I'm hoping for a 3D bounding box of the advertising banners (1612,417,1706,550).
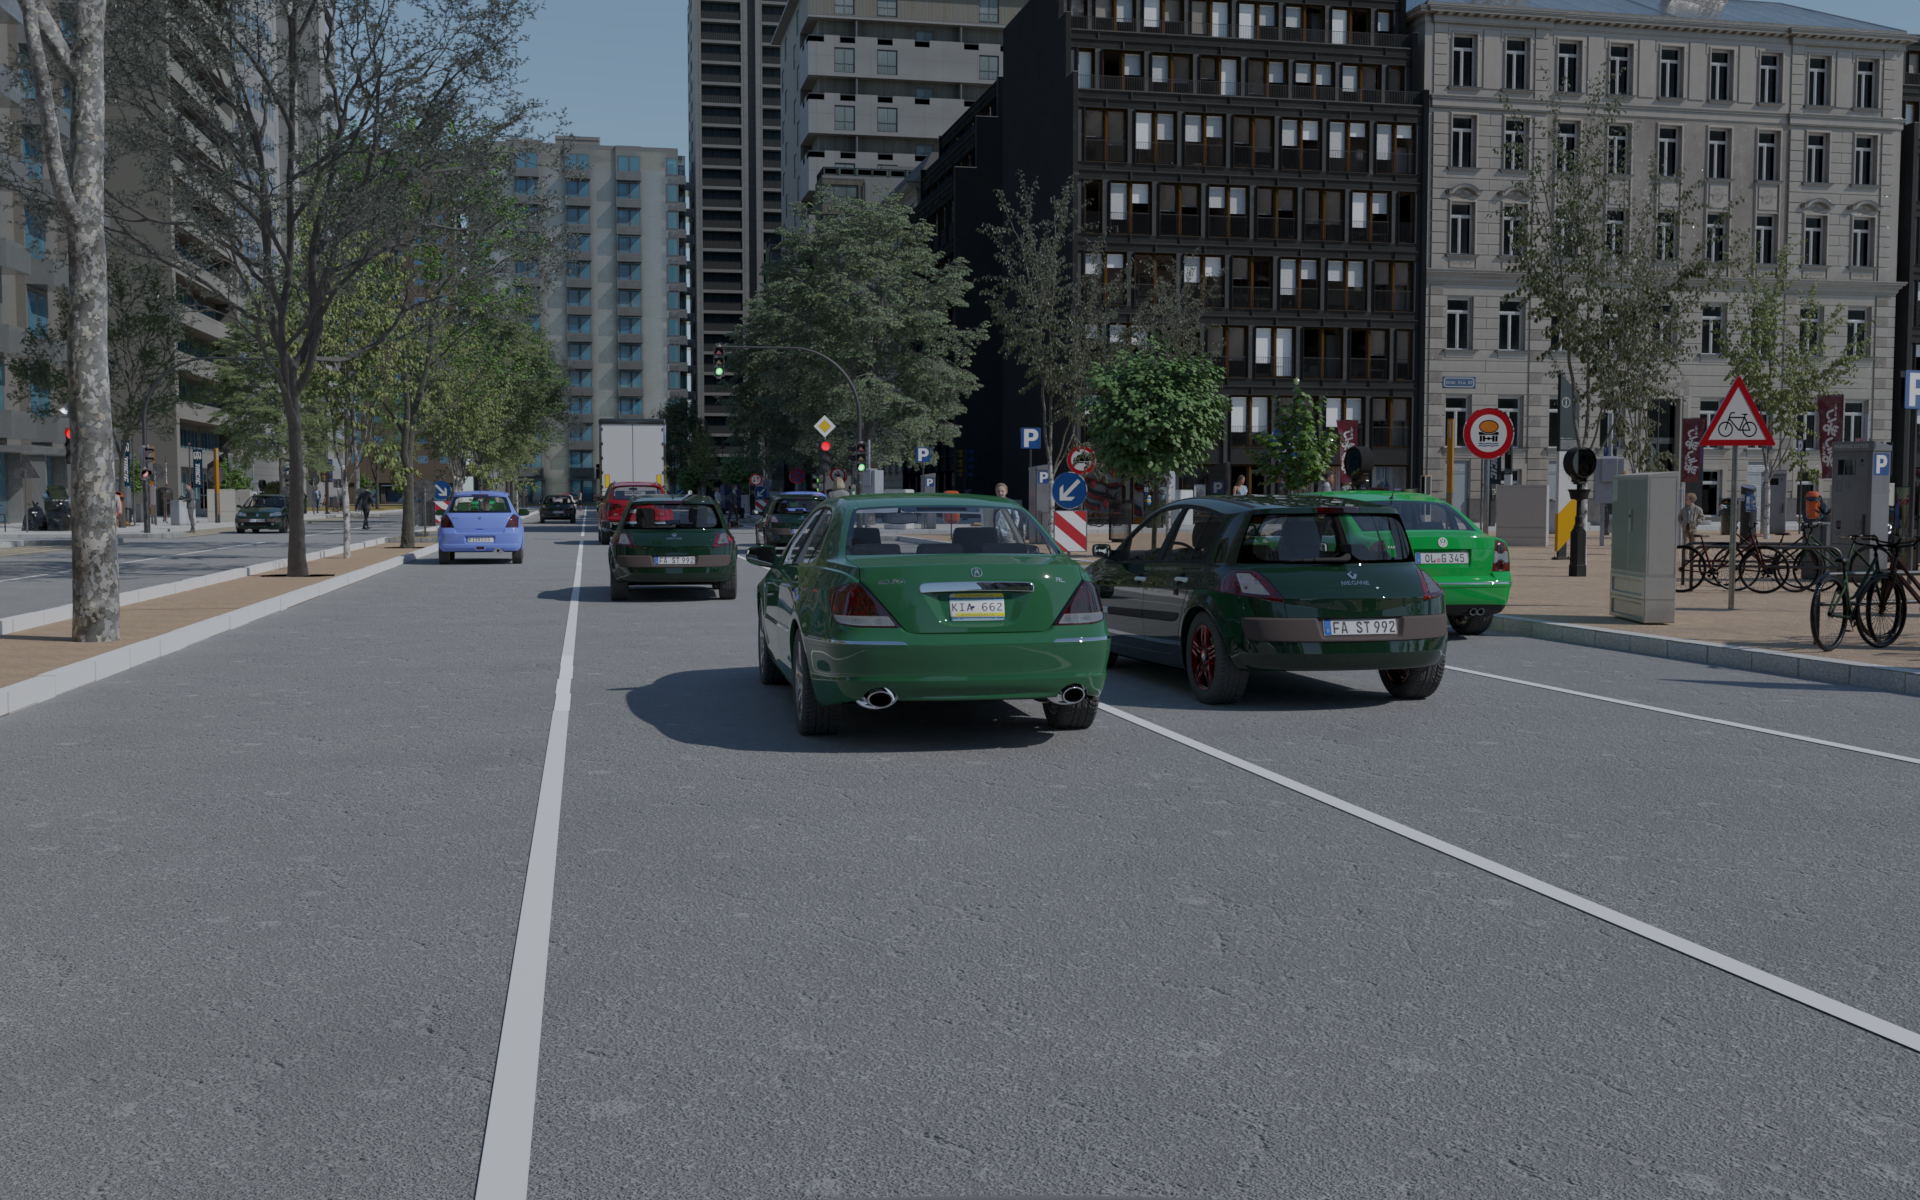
[{"bbox_3d":[16.231,-2.697,40.276,2.074,3.025,0.090,3,5,40],"label":"advertising banners"}]

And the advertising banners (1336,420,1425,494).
[{"bbox_3d":[9.881,-2.727,40.774,2.074,3.025,0.090,0,4,4],"label":"advertising banners"}]

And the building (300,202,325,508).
[{"bbox_3d":[-67.836,-23.818,161.133,14.160,30.474,14.107,-1,4,-12],"label":"building"}]

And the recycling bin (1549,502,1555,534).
[{"bbox_3d":[19.536,-2.654,55.941,0.722,1.027,0.722,-2,4,-24],"label":"recycling bin"}]

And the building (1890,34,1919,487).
[{"bbox_3d":[50.840,-15.838,88.627,15.834,23.373,12.332,-1,4,-12],"label":"building"}]

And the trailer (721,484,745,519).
[{"bbox_3d":[-13.550,-5.806,101.983,1.471,1.999,3.904,-1,4,-13],"label":"trailer"}]

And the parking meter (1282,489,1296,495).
[{"bbox_3d":[9.163,-2.438,48.264,0.372,1.533,0.369,0,3,0],"label":"parking meter"}]

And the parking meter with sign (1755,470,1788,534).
[{"bbox_3d":[26.090,-3.627,55.557,1.738,3.016,0.543,1,4,9],"label":"parking meter with sign"}]

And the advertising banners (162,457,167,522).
[{"bbox_3d":[-36.772,-5.133,80.111,0.090,3.025,2.074,-1,4,-19],"label":"advertising banners"}]

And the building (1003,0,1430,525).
[{"bbox_3d":[11.069,-15.241,78.864,15.834,23.373,12.332,-1,4,-12],"label":"building"}]

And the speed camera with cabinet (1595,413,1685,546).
[{"bbox_3d":[16.648,-2.941,42.425,2.038,3.252,0.660,1,4,21],"label":"speed camera with cabinet"}]

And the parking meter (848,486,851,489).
[{"bbox_3d":[-7.789,-7.203,123.477,0.255,1.863,0.399,1,4,9],"label":"parking meter"}]

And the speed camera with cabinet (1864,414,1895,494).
[{"bbox_3d":[23.012,-2.978,43.028,2.038,3.252,0.660,0,4,-7],"label":"speed camera with cabinet"}]

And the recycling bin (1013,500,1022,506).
[{"bbox_3d":[2.211,-3.818,74.977,0.722,1.027,0.722,2,4,35],"label":"recycling bin"}]

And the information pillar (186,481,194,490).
[{"bbox_3d":[-43.935,-5.774,98.892,0.304,2.012,0.304,3,5,44],"label":"information pillar"}]

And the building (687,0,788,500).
[{"bbox_3d":[-26.315,-48.914,237.999,20.611,71.187,20.563,-1,4,-12],"label":"building"}]

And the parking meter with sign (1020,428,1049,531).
[{"bbox_3d":[2.049,-2.968,44.783,0.543,3.016,1.738,-1,4,-14],"label":"parking meter with sign"}]

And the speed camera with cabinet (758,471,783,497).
[{"bbox_3d":[-12.601,-7.371,114.848,0.660,3.252,2.038,2,4,33],"label":"speed camera with cabinet"}]

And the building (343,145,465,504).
[{"bbox_3d":[-72.375,-35.182,225.342,14.200,45.320,14.600,-1,4,-12],"label":"building"}]

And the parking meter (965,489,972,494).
[{"bbox_3d":[0.441,-5.088,91.598,0.372,1.533,0.369,0,3,0],"label":"parking meter"}]

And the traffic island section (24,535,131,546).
[{"bbox_3d":[-25.162,-1.656,49.358,2.009,0.180,2.903,-1,4,-12],"label":"traffic island section"}]

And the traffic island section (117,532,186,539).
[{"bbox_3d":[-26.840,-2.134,57.165,2.009,0.180,2.903,-1,4,-12],"label":"traffic island section"}]

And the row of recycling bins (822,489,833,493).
[{"bbox_3d":[-11.299,-7.816,134.905,3.534,1.692,1.069,-2,4,-27],"label":"row of recycling bins"}]

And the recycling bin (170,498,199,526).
[{"bbox_3d":[-31.896,-3.581,71.096,0.722,1.027,0.722,3,4,37],"label":"recycling bin"}]

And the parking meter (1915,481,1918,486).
[{"bbox_3d":[43.709,-4.506,79.382,0.255,1.863,0.399,1,4,17],"label":"parking meter"}]

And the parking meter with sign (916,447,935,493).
[{"bbox_3d":[-1.202,-4.137,63.902,0.543,3.016,1.738,-1,4,-12],"label":"parking meter with sign"}]

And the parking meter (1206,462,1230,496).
[{"bbox_3d":[4.695,-1.579,31.534,0.399,1.863,0.255,1,4,17],"label":"parking meter"}]

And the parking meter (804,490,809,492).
[{"bbox_3d":[-8.912,-5.602,100.009,0.372,1.533,0.369,0,3,0],"label":"parking meter"}]

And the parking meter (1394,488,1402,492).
[{"bbox_3d":[18.190,-3.890,72.009,0.372,1.533,0.369,0,3,0],"label":"parking meter"}]

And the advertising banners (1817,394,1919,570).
[{"bbox_3d":[15.647,-2.058,29.830,0.090,3.025,2.074,-2,4,-27],"label":"advertising banners"}]

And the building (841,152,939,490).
[{"bbox_3d":[1.396,-17.813,124.522,16.112,22.955,30.059,-1,4,-12],"label":"building"}]

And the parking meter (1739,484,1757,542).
[{"bbox_3d":[20.538,-2.246,45.135,0.372,1.533,0.369,0,3,0],"label":"parking meter"}]

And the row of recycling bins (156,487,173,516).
[{"bbox_3d":[-46.977,-5.821,102.279,1.069,1.692,3.534,-2,4,-28],"label":"row of recycling bins"}]

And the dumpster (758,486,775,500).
[{"bbox_3d":[-13.337,-6.930,119.068,1.264,1.857,1.865,-1,4,-12],"label":"dumpster"}]

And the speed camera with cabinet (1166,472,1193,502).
[{"bbox_3d":[8.621,-4.611,69.728,0.660,3.252,2.038,3,4,39],"label":"speed camera with cabinet"}]

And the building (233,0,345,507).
[{"bbox_3d":[-79.848,-39.025,180.062,28.212,58.520,21.231,-1,4,-12],"label":"building"}]

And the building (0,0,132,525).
[{"bbox_3d":[-51.221,-27.845,74.867,23.786,49.044,30.456,-1,4,-12],"label":"building"}]

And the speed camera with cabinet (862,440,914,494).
[{"bbox_3d":[-2.645,-4.196,62.945,2.038,3.252,0.660,2,4,34],"label":"speed camera with cabinet"}]

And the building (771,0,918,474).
[{"bbox_3d":[-3.498,-35.999,177.827,28.713,52.752,27.495,-1,4,-12],"label":"building"}]

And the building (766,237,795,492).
[{"bbox_3d":[-15.214,-26.026,197.232,14.160,30.474,14.107,-1,4,-12],"label":"building"}]

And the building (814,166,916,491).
[{"bbox_3d":[-6.316,-23.545,156.668,14.160,30.474,14.107,-1,4,-12],"label":"building"}]

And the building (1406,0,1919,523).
[{"bbox_3d":[30.893,-17.532,83.912,25.104,27.353,12.463,-1,4,-12],"label":"building"}]

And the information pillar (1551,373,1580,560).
[{"bbox_3d":[11.817,-2.592,33.732,0.504,3.616,0.183,-1,4,-22],"label":"information pillar"}]

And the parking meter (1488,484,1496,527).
[{"bbox_3d":[20.970,-3.838,68.459,0.255,1.863,0.399,-2,4,-27],"label":"parking meter"}]

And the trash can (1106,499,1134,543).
[{"bbox_3d":[4.247,-2.098,45.950,0.748,1.137,0.748,0,3,0],"label":"trash can"}]

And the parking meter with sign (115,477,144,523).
[{"bbox_3d":[-37.453,-4.962,77.385,1.738,3.016,0.543,0,4,-5],"label":"parking meter with sign"}]

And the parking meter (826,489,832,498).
[{"bbox_3d":[-6.284,-4.517,82.270,0.372,1.533,0.369,0,3,0],"label":"parking meter"}]

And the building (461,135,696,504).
[{"bbox_3d":[-51.520,-37.605,234.442,30.456,49.044,23.786,-1,4,-12],"label":"building"}]

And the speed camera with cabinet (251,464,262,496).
[{"bbox_3d":[-46.936,-7.378,114.961,0.660,3.252,2.038,0,4,-4],"label":"speed camera with cabinet"}]

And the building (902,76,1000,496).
[{"bbox_3d":[4.094,-16.587,100.879,12.332,23.373,15.834,-1,4,-12],"label":"building"}]

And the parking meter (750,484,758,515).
[{"bbox_3d":[-13.203,-6.473,111.544,0.399,1.863,0.255,1,4,9],"label":"parking meter"}]

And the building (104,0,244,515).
[{"bbox_3d":[-60.798,-29.950,113.378,21.300,48.544,21.600,-1,4,-12],"label":"building"}]

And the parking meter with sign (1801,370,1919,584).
[{"bbox_3d":[13.136,-1.773,25.250,0.543,3.016,1.738,-2,4,-24],"label":"parking meter with sign"}]
